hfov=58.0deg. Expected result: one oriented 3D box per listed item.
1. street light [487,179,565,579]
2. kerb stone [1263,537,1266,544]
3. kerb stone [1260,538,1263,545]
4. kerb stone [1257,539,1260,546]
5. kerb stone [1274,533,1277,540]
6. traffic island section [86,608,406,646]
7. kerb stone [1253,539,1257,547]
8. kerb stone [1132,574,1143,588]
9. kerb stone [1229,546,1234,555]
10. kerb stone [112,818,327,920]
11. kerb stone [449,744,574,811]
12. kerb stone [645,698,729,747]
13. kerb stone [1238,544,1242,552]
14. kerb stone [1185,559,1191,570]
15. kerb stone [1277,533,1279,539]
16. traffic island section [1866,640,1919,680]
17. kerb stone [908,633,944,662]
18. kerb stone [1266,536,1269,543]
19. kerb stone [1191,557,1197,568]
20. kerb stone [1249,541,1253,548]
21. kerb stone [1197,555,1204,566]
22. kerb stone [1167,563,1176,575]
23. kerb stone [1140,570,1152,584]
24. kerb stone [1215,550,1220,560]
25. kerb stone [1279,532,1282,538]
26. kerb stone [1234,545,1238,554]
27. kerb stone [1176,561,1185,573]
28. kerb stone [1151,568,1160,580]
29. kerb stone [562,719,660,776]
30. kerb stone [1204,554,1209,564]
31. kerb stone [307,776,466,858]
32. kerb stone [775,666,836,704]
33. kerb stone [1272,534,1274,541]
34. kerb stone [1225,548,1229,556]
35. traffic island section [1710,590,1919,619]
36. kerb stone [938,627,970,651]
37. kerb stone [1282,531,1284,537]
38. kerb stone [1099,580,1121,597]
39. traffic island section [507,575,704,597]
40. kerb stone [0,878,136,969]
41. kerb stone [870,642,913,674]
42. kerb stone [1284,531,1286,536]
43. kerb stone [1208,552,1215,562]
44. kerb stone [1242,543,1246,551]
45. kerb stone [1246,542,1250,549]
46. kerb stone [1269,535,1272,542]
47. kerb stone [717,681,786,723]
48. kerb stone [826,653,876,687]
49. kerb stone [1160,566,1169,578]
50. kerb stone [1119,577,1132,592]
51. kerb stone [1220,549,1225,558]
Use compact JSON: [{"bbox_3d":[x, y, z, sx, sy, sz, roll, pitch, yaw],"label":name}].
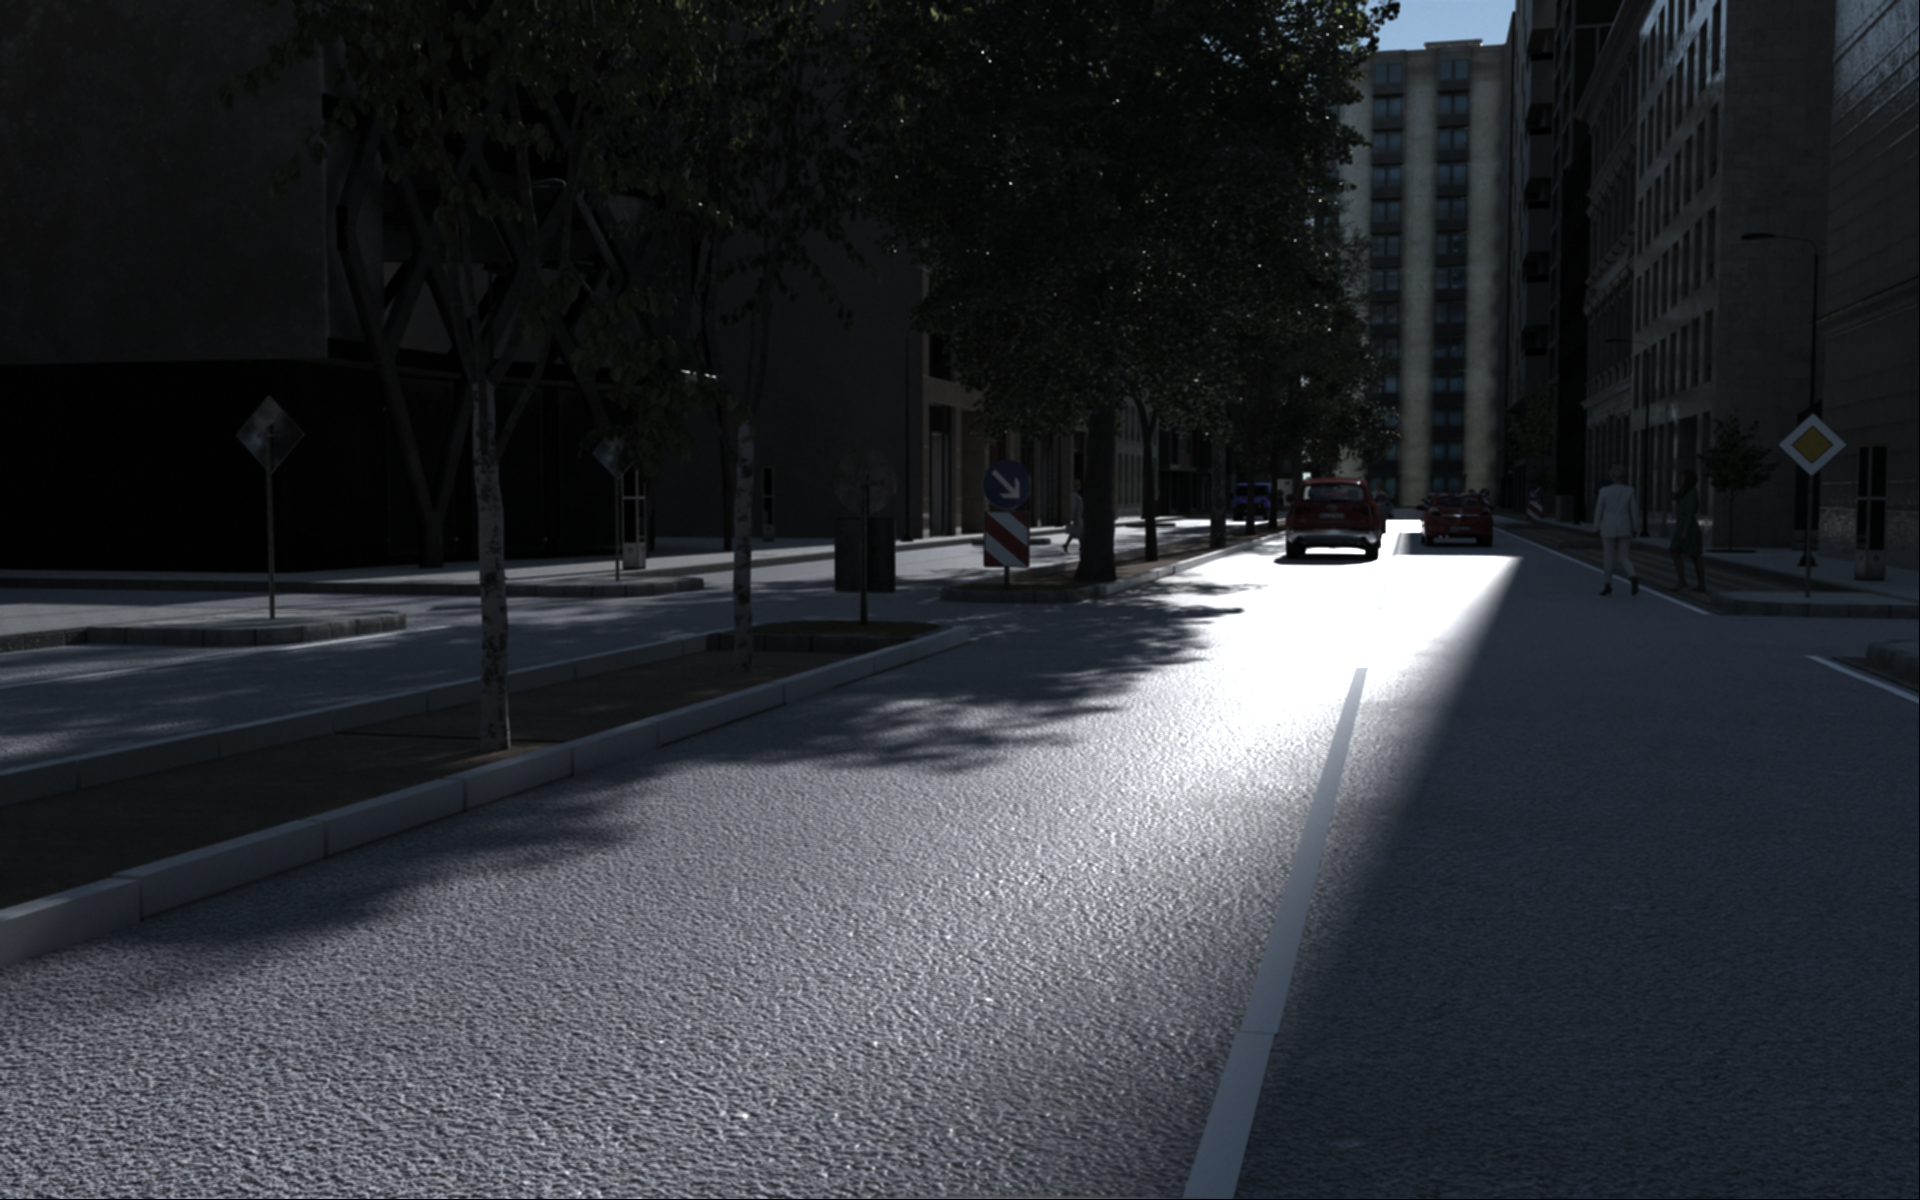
[{"bbox_3d":[-6.492,-3.258,25.809,1.470,5.913,1.316,1,4,15],"label":"street light"},{"bbox_3d":[8.581,-1.666,49.506,0.120,0.150,1.000,1,4,15],"label":"kerb stone"},{"bbox_3d":[8.316,-1.609,48.508,0.120,0.150,1.000,1,4,15],"label":"kerb stone"},{"bbox_3d":[8.059,-1.544,47.519,0.120,0.150,1.000,1,4,15],"label":"kerb stone"},{"bbox_3d":[9.611,-1.913,53.472,0.120,0.150,1.000,1,4,15],"label":"kerb stone"},{"bbox_3d":[-7.073,0.276,17.766,2.009,0.180,2.903,1,4,15],"label":"traffic island section"},{"bbox_3d":[7.802,-1.488,46.526,0.120,0.150,1.000,1,4,15],"label":"kerb stone"},{"bbox_3d":[2.640,-0.266,26.698,0.120,0.150,1.000,1,4,15],"label":"kerb stone"},{"bbox_3d":[6.256,-1.123,40.574,0.120,0.150,1.000,1,4,15],"label":"kerb stone"},{"bbox_3d":[-2.677,0.971,6.316,0.120,0.150,1.000,1,4,15],"label":"kerb stone"},{"bbox_3d":[-2.157,0.849,8.314,0.120,0.150,1.000,1,4,15],"label":"kerb stone"},{"bbox_3d":[-1.635,0.728,10.293,0.120,0.150,1.000,1,4,15],"label":"kerb stone"},{"bbox_3d":[6.767,-1.245,42.554,0.120,0.150,1.000,1,4,15],"label":"kerb stone"},{"bbox_3d":[4.183,-0.639,32.645,0.120,0.150,1.000,1,4,15],"label":"kerb stone"},{"bbox_3d":[9.868,-1.973,54.462,0.120,0.150,1.000,1,4,15],"label":"kerb stone"},{"bbox_3d":[8.499,0.524,13.719,2.009,0.180,2.903,1,4,15],"label":"traffic island section"},{"bbox_3d":[-0.348,0.427,15.246,0.120,0.150,1.000,1,4,15],"label":"kerb stone"},{"bbox_3d":[8.840,-1.729,50.495,0.120,0.150,1.000,1,4,15],"label":"kerb stone"},{"bbox_3d":[4.442,-0.696,33.634,0.120,0.150,1.000,1,4,15],"label":"kerb stone"},{"bbox_3d":[7.537,-1.426,45.533,0.120,0.150,1.000,1,4,15],"label":"kerb stone"},{"bbox_3d":[4.700,-0.761,34.633,0.120,0.150,1.000,1,4,15],"label":"kerb stone"},{"bbox_3d":[3.662,-0.518,30.668,0.120,0.150,1.000,1,4,15],"label":"kerb stone"},{"bbox_3d":[2.900,-0.336,27.687,0.120,0.150,1.000,1,4,15],"label":"kerb stone"},{"bbox_3d":[5.480,-0.943,37.606,0.120,0.150,1.000,1,4,15],"label":"kerb stone"},{"bbox_3d":[10.126,-2.033,55.463,0.120,0.150,1.000,1,4,15],"label":"kerb stone"},{"bbox_3d":[6.512,-1.184,41.564,0.120,0.150,1.000,1,4,15],"label":"kerb stone"},{"bbox_3d":[3.936,-0.576,31.653,0.120,0.150,1.000,1,4,15],"label":"kerb stone"},{"bbox_3d":[3.143,-0.397,28.685,0.120,0.150,1.000,1,4,15],"label":"kerb stone"},{"bbox_3d":[-1.894,0.792,9.305,0.120,0.150,1.000,1,4,15],"label":"kerb stone"},{"bbox_3d":[4.957,-0.818,35.623,0.120,0.150,1.000,1,4,15],"label":"kerb stone"},{"bbox_3d":[-2.418,0.912,7.316,0.120,0.150,1.000,1,4,15],"label":"kerb stone"},{"bbox_3d":[-1.118,0.607,12.275,0.120,0.150,1.000,1,4,15],"label":"kerb stone"},{"bbox_3d":[9.353,-1.846,52.475,0.120,0.150,1.000,1,4,15],"label":"kerb stone"},{"bbox_3d":[5.990,-1.064,39.586,0.120,0.150,1.000,1,4,15],"label":"kerb stone"},{"bbox_3d":[10.512,0.051,21.447,2.009,0.180,2.903,1,4,15],"label":"traffic island section"},{"bbox_3d":[-0.092,0.365,16.235,0.120,0.150,1.000,1,4,15],"label":"kerb stone"},{"bbox_3d":[10.387,-2.095,56.455,0.120,0.150,1.000,1,4,15],"label":"kerb stone"},{"bbox_3d":[2.118,-0.150,24.705,0.120,0.150,1.000,1,4,15],"label":"kerb stone"},{"bbox_3d":[-5.060,-0.197,25.494,2.009,0.180,2.903,1,4,15],"label":"traffic island section"},{"bbox_3d":[-2.928,1.039,5.325,0.120,0.150,1.000,1,4,15],"label":"kerb stone"},{"bbox_3d":[-0.607,0.486,14.255,0.120,0.150,1.000,1,4,15],"label":"kerb stone"},{"bbox_3d":[10.645,-2.151,57.447,0.120,0.150,1.000,1,4,15],"label":"kerb stone"},{"bbox_3d":[5.218,-0.882,36.611,0.120,0.150,1.000,1,4,15],"label":"kerb stone"},{"bbox_3d":[7.031,-1.306,43.542,0.120,0.150,1.000,1,4,15],"label":"kerb stone"},{"bbox_3d":[7.283,-1.362,44.533,0.120,0.150,1.000,1,4,15],"label":"kerb stone"},{"bbox_3d":[9.093,-1.790,51.486,0.120,0.150,1.000,1,4,15],"label":"kerb stone"},{"bbox_3d":[-1.386,0.671,11.288,0.120,0.150,1.000,1,4,15],"label":"kerb stone"},{"bbox_3d":[-0.868,0.548,13.267,0.120,0.150,1.000,1,4,15],"label":"kerb stone"},{"bbox_3d":[3.408,-0.455,29.672,0.120,0.150,1.000,1,4,15],"label":"kerb stone"},{"bbox_3d":[2.377,-0.214,25.702,0.120,0.150,1.000,1,4,15],"label":"kerb stone"},{"bbox_3d":[5.736,-1.003,38.596,0.120,0.150,1.000,1,4,15],"label":"kerb stone"}]
